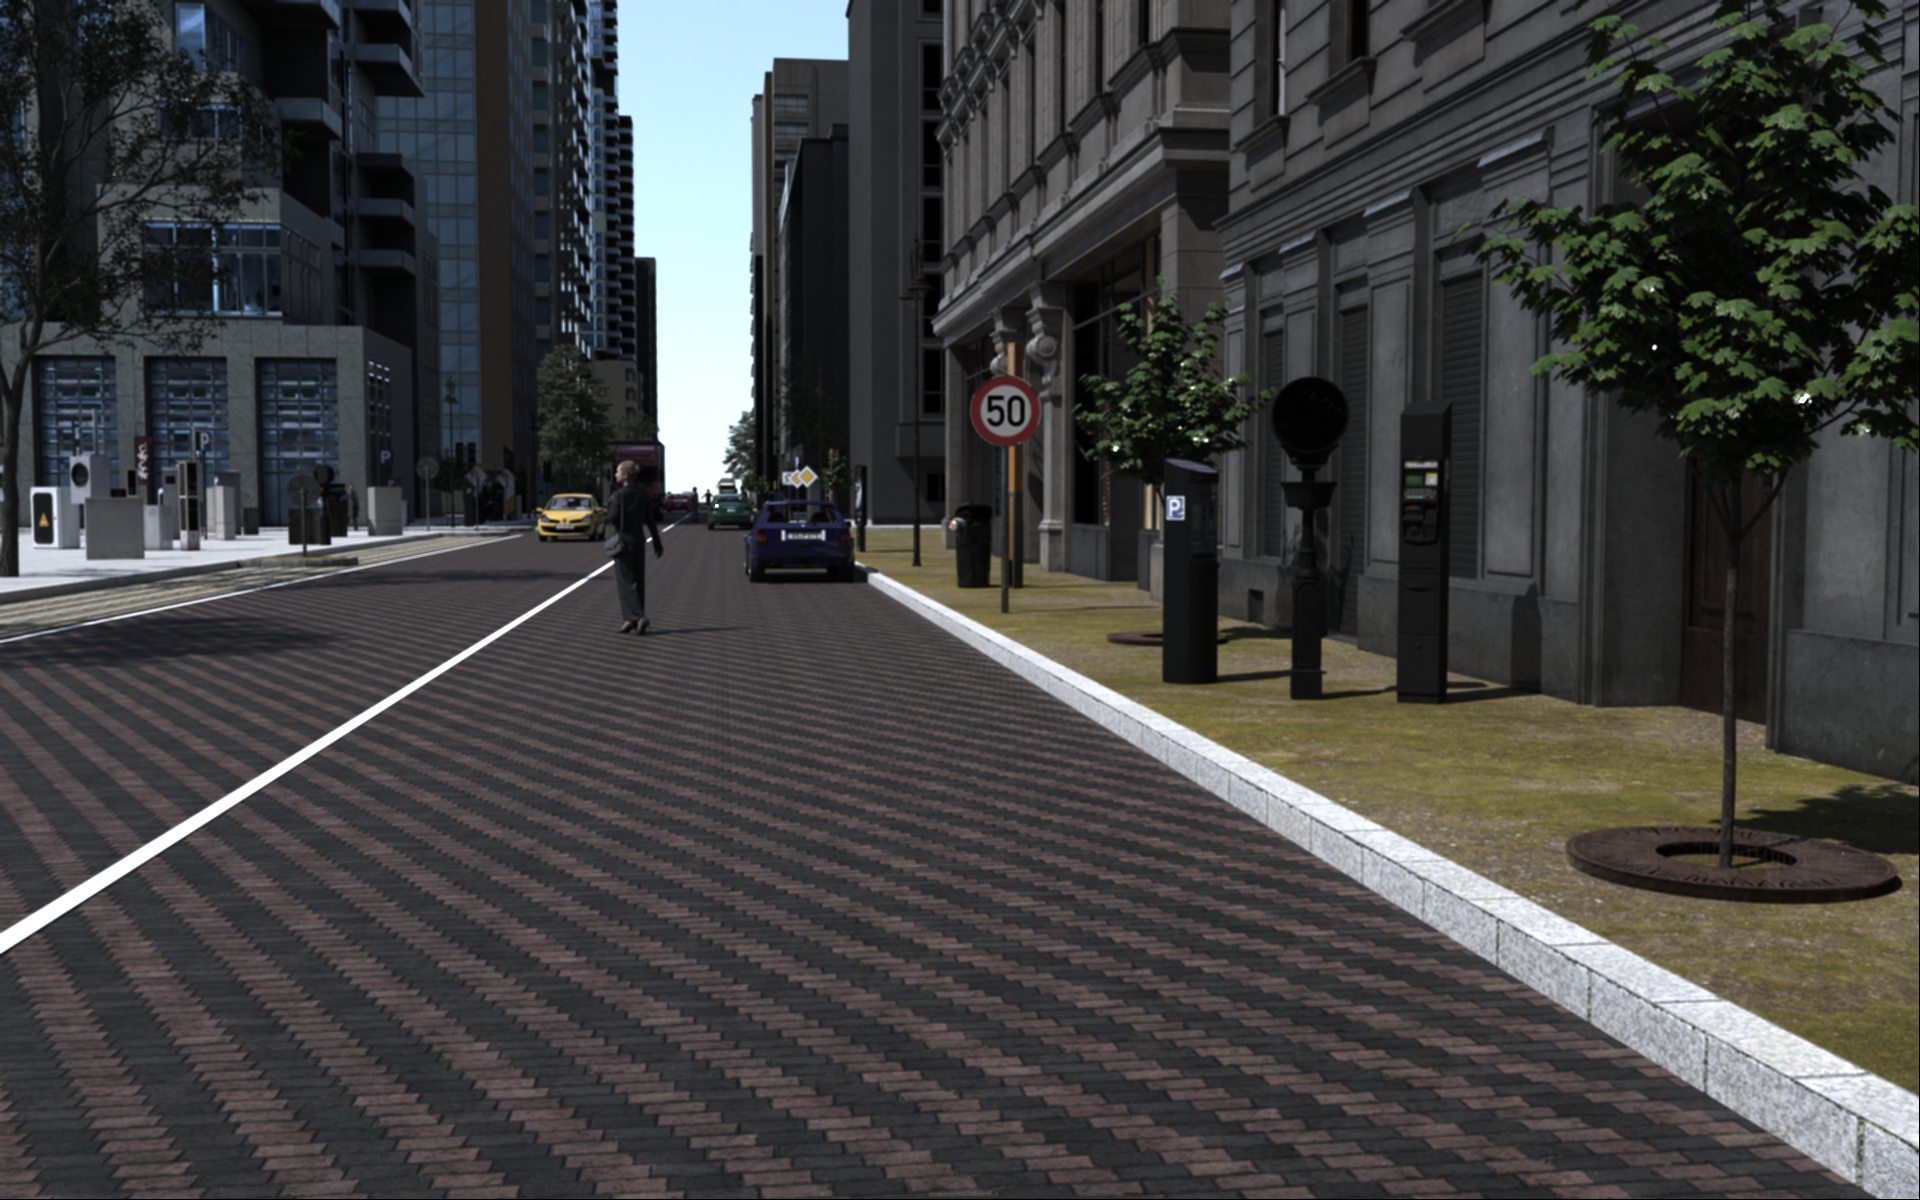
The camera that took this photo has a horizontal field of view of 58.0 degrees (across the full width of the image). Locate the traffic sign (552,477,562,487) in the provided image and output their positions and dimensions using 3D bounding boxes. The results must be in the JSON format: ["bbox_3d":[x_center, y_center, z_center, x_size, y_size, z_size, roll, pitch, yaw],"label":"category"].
[{"bbox_3d":[-24.396,-6.284,104.870,0.606,2.300,0.079,0,4,0],"label":"traffic sign"}]

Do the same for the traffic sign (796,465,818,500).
[{"bbox_3d":[-5.330,-3.470,60.379,0.795,2.450,0.064,0,4,-8],"label":"traffic sign"}]

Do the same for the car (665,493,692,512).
[{"bbox_3d":[-22.430,-7.904,138.270,2.155,1.783,4.494,0,4,-6],"label":"car"}]

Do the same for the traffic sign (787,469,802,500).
[{"bbox_3d":[-6.414,-3.954,68.290,0.795,2.450,0.064,0,4,-8],"label":"traffic sign"}]

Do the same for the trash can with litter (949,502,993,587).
[{"bbox_3d":[0.115,-0.768,23.947,0.624,1.170,1.055,0,4,-6],"label":"trash can with litter"}]

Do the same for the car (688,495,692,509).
[{"bbox_3d":[-26.062,-9.261,163.777,2.083,1.381,4.827,-1,4,-9],"label":"car"}]

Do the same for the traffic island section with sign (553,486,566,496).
[{"bbox_3d":[-20.647,-4.949,89.549,1.989,1.847,2.006,0,4,-8],"label":"traffic island section with sign"}]

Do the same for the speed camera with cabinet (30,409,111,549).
[{"bbox_3d":[-20.704,-2.809,40.264,2.038,3.252,0.660,2,4,25],"label":"speed camera with cabinet"}]

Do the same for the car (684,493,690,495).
[{"bbox_3d":[-31.034,-11.375,195.579,1.945,1.707,3.694,0,4,-7],"label":"car"}]

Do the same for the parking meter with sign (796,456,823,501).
[{"bbox_3d":[-6.730,-5.158,80.595,1.738,3.016,0.543,-1,4,-22],"label":"parking meter with sign"}]

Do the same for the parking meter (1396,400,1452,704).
[{"bbox_3d":[2.862,-0.304,10.677,0.255,1.863,0.399,2,4,25],"label":"parking meter"}]

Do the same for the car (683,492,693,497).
[{"bbox_3d":[-39.965,-15.026,254.352,2.281,1.827,5.304,0,4,-7],"label":"car"}]

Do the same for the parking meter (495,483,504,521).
[{"bbox_3d":[-22.373,-4.792,84.068,0.399,1.863,0.255,-1,4,-13],"label":"parking meter"}]

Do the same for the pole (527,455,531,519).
[{"bbox_3d":[-22.276,-5.848,89.463,0.158,3.312,0.155,0,3,0],"label":"pole"}]

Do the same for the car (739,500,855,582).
[{"bbox_3d":[-2.779,-1.035,29.508,1.945,1.354,3.894,-1,4,-9],"label":"car"}]

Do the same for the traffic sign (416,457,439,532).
[{"bbox_3d":[-18.206,-3.617,59.241,0.768,2.556,0.104,0,4,-5],"label":"traffic sign"}]

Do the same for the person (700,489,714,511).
[{"bbox_3d":[-21.764,-8.659,149.705,1.348,1.869,0.705,-1,4,-20],"label":"person"}]

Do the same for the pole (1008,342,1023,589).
[{"bbox_3d":[0.746,-1.811,23.448,0.158,3.312,0.155,0,3,0],"label":"pole"}]

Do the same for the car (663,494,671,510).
[{"bbox_3d":[-25.925,-8.897,155.684,2.015,1.641,3.980,-1,4,-10],"label":"car"}]

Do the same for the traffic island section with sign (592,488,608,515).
[{"bbox_3d":[-24.306,-6.583,116.255,1.989,1.847,2.006,0,4,-8],"label":"traffic island section with sign"}]

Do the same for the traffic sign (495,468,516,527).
[{"bbox_3d":[-17.508,-3.863,66.797,0.795,2.450,0.064,0,4,-8],"label":"traffic sign"}]

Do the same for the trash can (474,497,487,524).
[{"bbox_3d":[-20.574,-3.809,73.938,0.748,1.137,0.748,0,3,0],"label":"trash can"}]

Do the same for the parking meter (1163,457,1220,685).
[{"bbox_3d":[1.572,-0.207,11.798,0.372,1.533,0.369,0,3,0],"label":"parking meter"}]

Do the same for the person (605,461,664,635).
[{"bbox_3d":[-3.326,-0.538,17.725,0.534,1.772,0.576,1,4,17],"label":"person"}]

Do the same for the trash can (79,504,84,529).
[{"bbox_3d":[-32.570,-3.221,64.325,0.748,1.137,0.748,0,3,0],"label":"trash can"}]

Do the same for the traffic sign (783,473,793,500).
[{"bbox_3d":[-7.953,-4.797,80.556,0.606,2.300,0.079,0,4,-6],"label":"traffic sign"}]

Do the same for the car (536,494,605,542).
[{"bbox_3d":[-11.937,-2.637,53.337,2.015,1.641,3.980,0,4,-6],"label":"car"}]

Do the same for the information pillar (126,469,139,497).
[{"bbox_3d":[-24.224,-2.828,50.733,0.304,2.012,0.304,-1,4,-21],"label":"information pillar"}]

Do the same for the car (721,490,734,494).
[{"bbox_3d":[-23.689,-10.360,178.063,2.281,1.827,5.304,0,4,-6],"label":"car"}]

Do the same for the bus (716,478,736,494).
[{"bbox_3d":[-36.158,-16.913,268.066,2.896,3.916,12.252,-1,4,-9],"label":"bus"}]

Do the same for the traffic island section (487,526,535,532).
[{"bbox_3d":[-17.530,-2.726,66.855,2.009,0.180,2.903,0,4,-8],"label":"traffic island section"}]

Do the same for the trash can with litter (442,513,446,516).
[{"bbox_3d":[-30.553,-5.441,100.023,2.233,1.210,1.678,1,4,13],"label":"trash can with litter"}]

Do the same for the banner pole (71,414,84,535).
[{"bbox_3d":[-27.705,-3.934,54.331,0.401,3.779,0.863,-3,5,-43],"label":"banner pole"}]

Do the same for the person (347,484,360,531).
[{"bbox_3d":[-22.475,-3.383,63.921,0.767,1.812,0.694,3,4,38],"label":"person"}]

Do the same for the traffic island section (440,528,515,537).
[{"bbox_3d":[-16.446,-2.242,58.944,2.009,0.180,2.903,0,4,-8],"label":"traffic island section"}]

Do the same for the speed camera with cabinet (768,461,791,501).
[{"bbox_3d":[-10.866,-6.753,104.745,0.660,3.252,2.038,-2,4,-35],"label":"speed camera with cabinet"}]

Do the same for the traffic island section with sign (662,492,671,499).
[{"bbox_3d":[-45.985,-16.260,274.484,1.989,1.847,2.006,0,4,-8],"label":"traffic island section with sign"}]

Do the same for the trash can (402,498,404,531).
[{"bbox_3d":[-18.565,-2.753,56.666,0.748,1.137,0.748,0,3,0],"label":"trash can"}]

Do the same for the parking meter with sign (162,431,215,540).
[{"bbox_3d":[-21.878,-3.191,48.429,1.738,3.016,0.543,1,4,10],"label":"parking meter with sign"}]

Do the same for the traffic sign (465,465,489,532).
[{"bbox_3d":[-16.424,-3.379,58.885,0.795,2.450,0.064,0,4,-8],"label":"traffic sign"}]

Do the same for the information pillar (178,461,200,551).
[{"bbox_3d":[-17.454,-2.124,39.213,0.304,2.012,0.304,2,4,34],"label":"information pillar"}]

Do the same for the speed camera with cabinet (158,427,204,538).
[{"bbox_3d":[-23.135,-3.489,51.380,0.660,3.252,2.038,-3,5,-45],"label":"speed camera with cabinet"}]

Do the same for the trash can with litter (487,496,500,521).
[{"bbox_3d":[-22.141,-4.321,82.036,0.624,1.170,1.055,-2,4,-24],"label":"trash can with litter"}]

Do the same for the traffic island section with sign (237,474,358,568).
[{"bbox_3d":[-13.117,-1.580,34.468,1.989,1.847,2.006,0,4,-8],"label":"traffic island section with sign"}]

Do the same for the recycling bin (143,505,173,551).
[{"bbox_3d":[-18.489,-1.653,39.582,0.722,1.027,0.722,0,4,-4],"label":"recycling bin"}]

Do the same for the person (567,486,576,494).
[{"bbox_3d":[-18.973,-4.658,84.637,0.580,1.828,0.573,2,4,28],"label":"person"}]

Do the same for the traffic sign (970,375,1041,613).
[{"bbox_3d":[0.486,-1.132,18.620,0.768,2.556,0.104,0,4,-5],"label":"traffic sign"}]

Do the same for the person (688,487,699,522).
[{"bbox_3d":[-13.548,-4.852,88.034,0.583,1.804,0.606,-1,4,-10],"label":"person"}]

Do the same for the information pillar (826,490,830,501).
[{"bbox_3d":[-6.353,-4.896,84.537,0.304,2.012,0.304,3,5,44],"label":"information pillar"}]

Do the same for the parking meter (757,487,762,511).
[{"bbox_3d":[-15.622,-7.906,134.977,0.399,1.863,0.255,0,4,-2],"label":"parking meter"}]

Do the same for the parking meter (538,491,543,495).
[{"bbox_3d":[-30.165,-7.106,124.596,0.372,1.533,0.369,0,3,0],"label":"parking meter"}]

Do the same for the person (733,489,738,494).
[{"bbox_3d":[-16.915,-7.497,130.887,0.447,1.846,0.655,-1,4,-15],"label":"person"}]

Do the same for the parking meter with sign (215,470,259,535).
[{"bbox_3d":[-22.822,-3.531,53.991,0.543,3.016,1.738,3,5,43],"label":"parking meter with sign"}]

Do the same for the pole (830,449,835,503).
[{"bbox_3d":[-5.745,-5.150,78.049,0.158,3.312,0.155,0,3,0],"label":"pole"}]

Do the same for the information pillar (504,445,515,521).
[{"bbox_3d":[-21.568,-5.597,82.858,0.504,3.616,0.183,-2,4,-35],"label":"information pillar"}]

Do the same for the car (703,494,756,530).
[{"bbox_3d":[-9.314,-3.569,70.145,2.131,1.459,4.920,-1,4,-9],"label":"car"}]

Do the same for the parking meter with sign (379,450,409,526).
[{"bbox_3d":[-22.662,-4.479,69.495,0.543,3.016,1.738,0,4,5],"label":"parking meter with sign"}]

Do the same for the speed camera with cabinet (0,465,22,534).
[{"bbox_3d":[-30.891,-3.730,55.326,2.038,3.252,0.660,2,4,27],"label":"speed camera with cabinet"}]

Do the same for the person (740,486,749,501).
[{"bbox_3d":[-10.599,-4.677,84.878,0.656,1.842,0.836,1,4,20],"label":"person"}]

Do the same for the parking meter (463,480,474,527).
[{"bbox_3d":[-19.230,-3.795,67.754,0.399,1.863,0.255,-1,4,-23],"label":"parking meter"}]
